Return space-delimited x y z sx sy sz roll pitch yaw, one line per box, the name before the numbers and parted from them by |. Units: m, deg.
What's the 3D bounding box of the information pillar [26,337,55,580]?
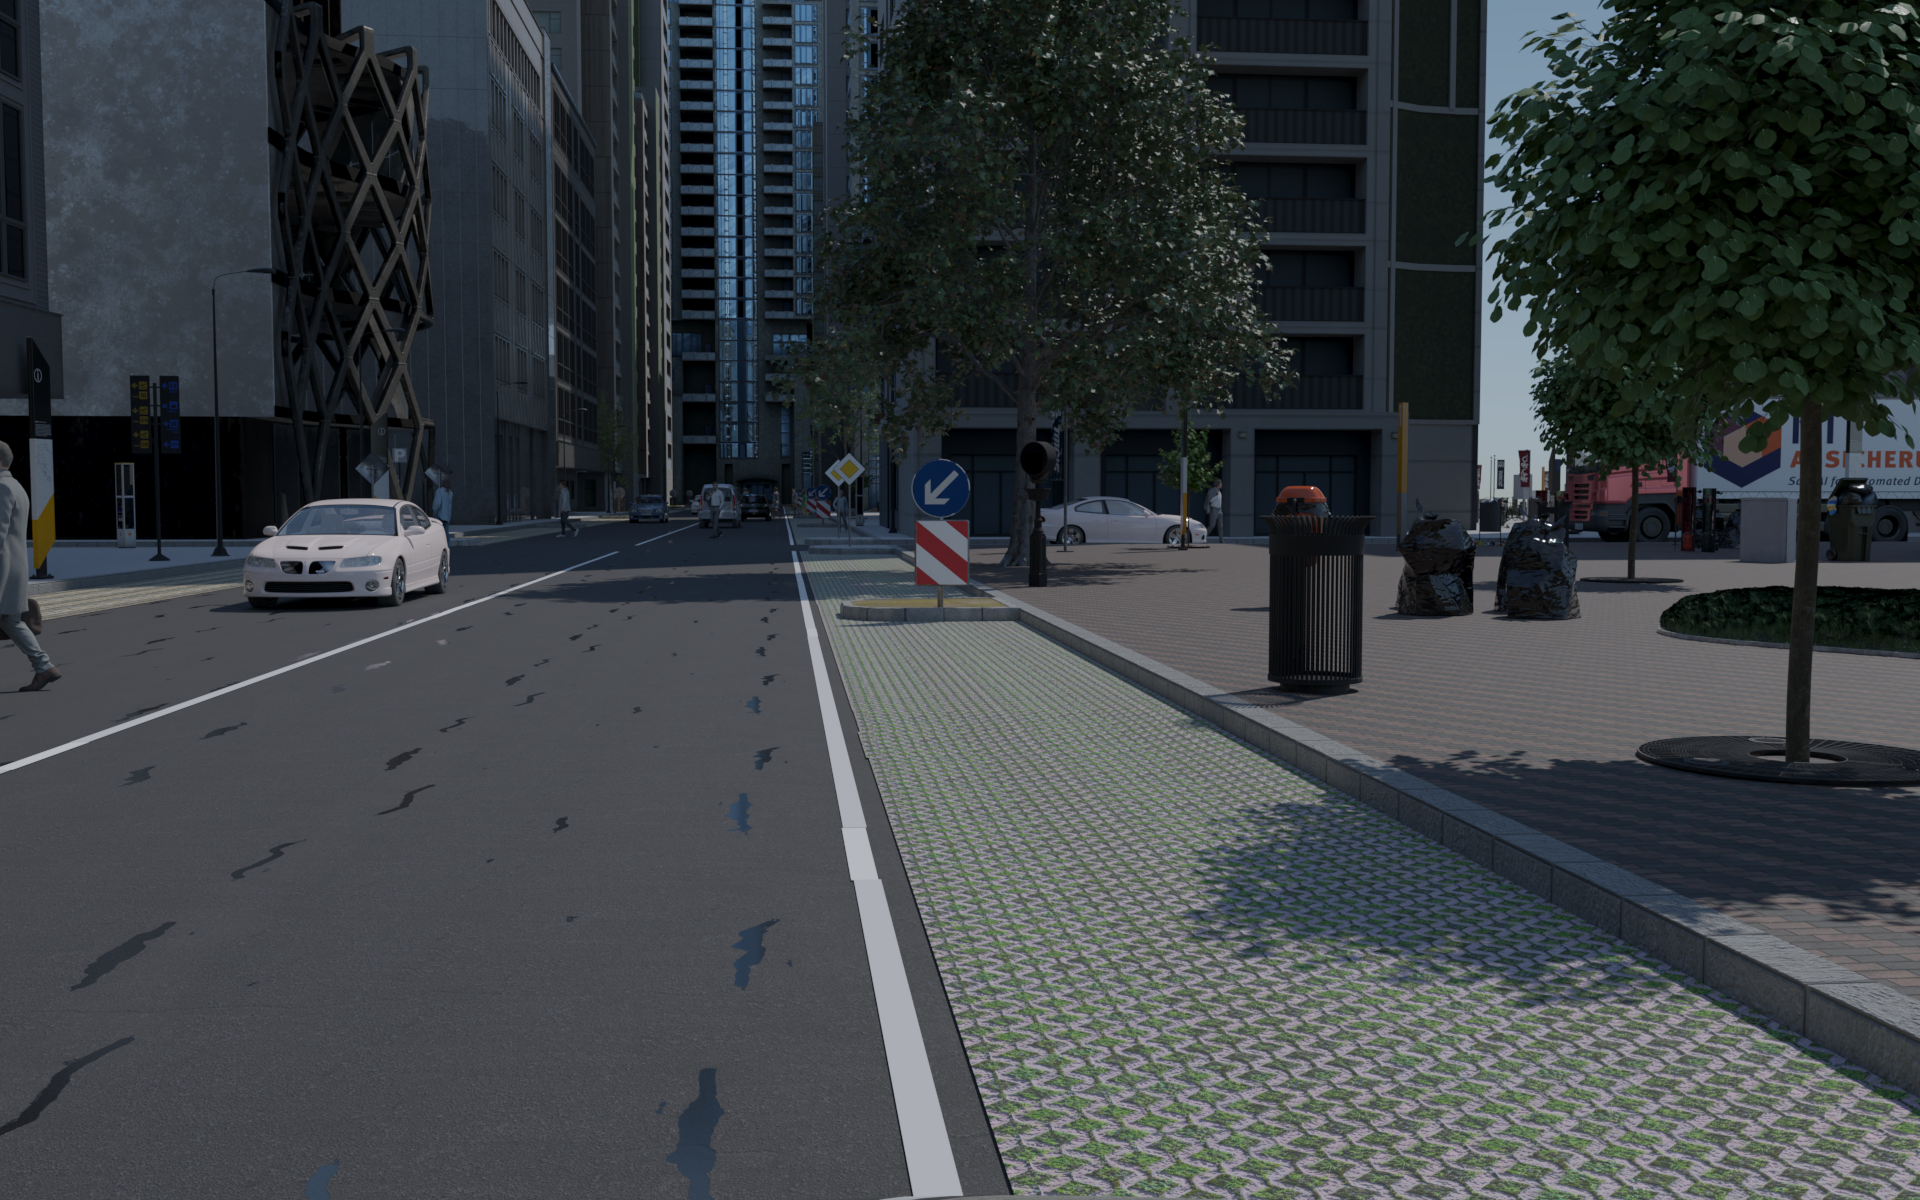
information pillar | -13.864 -2.127 26.127 0.183 3.616 0.504 0 4 1

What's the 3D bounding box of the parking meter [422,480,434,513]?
parking meter | -21.456 -3.923 69.856 0.399 1.863 0.255 0 4 -2

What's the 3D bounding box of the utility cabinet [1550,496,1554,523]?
utility cabinet | 24.084 -3.544 69.114 0.306 1.237 1.020 -3 5 -40

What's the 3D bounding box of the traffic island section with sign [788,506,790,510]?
traffic island section with sign | -14.002 -8.756 151.785 1.989 1.847 2.006 0 4 -6

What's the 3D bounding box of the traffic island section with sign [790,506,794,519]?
traffic island section with sign | -8.790 -5.674 101.389 1.989 1.847 2.006 0 4 -6

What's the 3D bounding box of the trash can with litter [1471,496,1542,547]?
trash can with litter | 13.433 -1.929 42.595 2.233 1.210 1.678 2 4 25

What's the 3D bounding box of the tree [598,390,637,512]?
tree | -24.360 -10.426 120.822 4.737 8.622 4.395 0 3 0

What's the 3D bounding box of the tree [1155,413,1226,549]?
tree | 5.567 -2.852 41.224 1.663 3.219 1.824 0 3 0

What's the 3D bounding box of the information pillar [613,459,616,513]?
information pillar | -23.085 -7.609 115.762 0.183 3.616 0.504 0 4 -6

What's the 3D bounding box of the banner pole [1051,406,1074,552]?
banner pole | 2.228 -2.963 38.467 0.401 3.779 0.863 -2 4 -27

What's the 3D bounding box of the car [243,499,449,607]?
car | -8.204 -0.681 23.497 2.083 1.381 4.827 0 4 -5

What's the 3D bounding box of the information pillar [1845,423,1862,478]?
information pillar | 18.095 -2.675 35.099 0.504 3.616 0.183 -2 4 -35

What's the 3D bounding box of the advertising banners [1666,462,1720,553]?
advertising banners | 16.352 -2.605 38.783 0.090 3.025 2.074 -1 4 -10

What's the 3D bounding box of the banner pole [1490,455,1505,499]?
banner pole | 34.337 -7.373 110.565 0.863 3.779 0.401 1 4 13

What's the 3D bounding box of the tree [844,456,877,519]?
tree | -5.379 -5.779 89.094 1.663 3.219 1.824 0 3 0

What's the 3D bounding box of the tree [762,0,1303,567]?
tree | 1.283 -6.954 30.712 9.611 12.733 9.660 0 3 0

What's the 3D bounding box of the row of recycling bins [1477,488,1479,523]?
row of recycling bins | 21.826 -4.335 77.986 1.069 1.692 3.534 -3 4 -36

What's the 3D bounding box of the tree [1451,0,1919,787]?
tree | 3.997 -1.489 8.058 4.285 4.588 4.351 0 3 0

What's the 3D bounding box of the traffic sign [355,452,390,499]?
traffic sign | -13.875 -2.282 40.953 0.795 2.450 0.064 0 4 -6

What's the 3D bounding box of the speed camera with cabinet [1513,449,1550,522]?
speed camera with cabinet | 25.505 -5.073 77.283 2.038 3.252 0.660 -3 4 -39

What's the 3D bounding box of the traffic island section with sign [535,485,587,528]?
traffic island section with sign | -16.949 -3.980 73.697 1.989 1.847 2.006 0 4 -6

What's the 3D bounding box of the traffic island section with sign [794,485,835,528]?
traffic island section with sign | -6.018 -4.034 74.577 1.989 1.847 2.006 0 4 -6

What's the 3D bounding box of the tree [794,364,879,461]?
tree | -7.595 -11.614 115.646 9.928 11.665 9.643 0 3 0

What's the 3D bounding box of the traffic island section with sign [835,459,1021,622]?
traffic island section with sign | -0.397 -0.712 20.265 1.989 1.847 2.006 0 4 -6

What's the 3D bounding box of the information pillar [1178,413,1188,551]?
information pillar | 5.080 -2.933 39.309 0.183 3.616 0.504 0 4 1

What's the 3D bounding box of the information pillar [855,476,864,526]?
information pillar | -4.006 -3.950 69.080 0.304 2.012 0.304 -1 4 -9

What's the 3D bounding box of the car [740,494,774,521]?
car | -10.929 -5.040 92.192 2.009 1.686 4.222 0 4 -4

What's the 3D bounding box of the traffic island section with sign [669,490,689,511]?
traffic island section with sign | -24.937 -8.705 150.960 1.989 1.847 2.006 0 4 -6

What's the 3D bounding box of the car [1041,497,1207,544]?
car | 4.075 -2.023 45.439 4.827 1.381 2.083 0 4 -6

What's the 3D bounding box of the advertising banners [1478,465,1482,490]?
advertising banners | 30.517 -6.570 103.613 0.090 3.025 2.074 -1 4 -23

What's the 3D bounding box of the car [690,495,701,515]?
car | -17.923 -6.691 121.764 2.083 1.381 4.827 0 4 -8

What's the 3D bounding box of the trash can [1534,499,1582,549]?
trash can | 11.908 -1.413 34.758 0.748 1.137 0.748 0 3 0

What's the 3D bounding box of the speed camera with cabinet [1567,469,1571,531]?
speed camera with cabinet | 22.159 -4.026 60.161 2.038 3.252 0.660 1 4 20

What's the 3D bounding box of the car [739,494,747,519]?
car | -13.062 -5.472 99.252 2.009 1.686 4.222 0 4 -7

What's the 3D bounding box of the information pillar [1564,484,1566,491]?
information pillar | 42.468 -7.140 121.224 0.304 2.012 0.304 1 4 8

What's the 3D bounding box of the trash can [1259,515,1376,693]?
trash can | 2.327 0.020 11.327 0.748 1.137 0.748 0 3 0

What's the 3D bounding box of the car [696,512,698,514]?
car | -18.701 -7.089 128.481 1.945 1.354 3.894 0 4 -5

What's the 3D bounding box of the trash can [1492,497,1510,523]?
trash can | 23.851 -3.959 76.391 0.748 1.137 0.748 0 3 0

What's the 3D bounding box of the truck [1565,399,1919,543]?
truck | 22.161 -3.640 48.426 11.283 4.237 2.839 0 4 -4

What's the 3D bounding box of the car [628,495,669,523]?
car | -15.615 -4.588 87.010 2.014 1.417 4.499 0 4 -6

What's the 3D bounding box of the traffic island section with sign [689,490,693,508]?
traffic island section with sign | -27.761 -10.372 178.211 1.989 1.847 2.006 0 4 -6

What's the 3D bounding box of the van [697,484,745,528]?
van | -10.230 -4.091 73.893 2.013 2.044 4.112 0 4 -5

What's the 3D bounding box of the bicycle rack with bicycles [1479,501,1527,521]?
bicycle rack with bicycles | 26.850 -4.314 83.914 2.852 0.926 2.925 -1 4 -14

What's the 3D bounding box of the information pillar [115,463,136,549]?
information pillar | -19.717 -2.228 40.924 0.304 2.012 0.304 2 4 33

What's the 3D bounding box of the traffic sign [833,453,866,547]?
traffic sign | -2.688 -2.351 42.085 0.795 2.450 0.064 0 4 -6

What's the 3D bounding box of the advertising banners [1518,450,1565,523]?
advertising banners | 22.908 -4.400 68.122 2.074 3.025 0.090 3 5 43

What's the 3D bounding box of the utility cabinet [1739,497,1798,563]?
utility cabinet | 15.327 -1.326 32.843 0.306 1.237 1.020 -2 4 -28

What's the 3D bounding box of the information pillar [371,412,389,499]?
information pillar | -16.548 -3.555 49.471 0.504 3.616 0.183 0 4 4

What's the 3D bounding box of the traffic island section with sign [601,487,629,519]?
traffic island section with sign | -19.720 -5.620 100.510 1.989 1.847 2.006 0 4 -6

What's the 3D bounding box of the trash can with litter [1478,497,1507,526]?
trash can with litter | 21.149 -3.510 68.779 1.055 1.170 0.624 2 4 34
